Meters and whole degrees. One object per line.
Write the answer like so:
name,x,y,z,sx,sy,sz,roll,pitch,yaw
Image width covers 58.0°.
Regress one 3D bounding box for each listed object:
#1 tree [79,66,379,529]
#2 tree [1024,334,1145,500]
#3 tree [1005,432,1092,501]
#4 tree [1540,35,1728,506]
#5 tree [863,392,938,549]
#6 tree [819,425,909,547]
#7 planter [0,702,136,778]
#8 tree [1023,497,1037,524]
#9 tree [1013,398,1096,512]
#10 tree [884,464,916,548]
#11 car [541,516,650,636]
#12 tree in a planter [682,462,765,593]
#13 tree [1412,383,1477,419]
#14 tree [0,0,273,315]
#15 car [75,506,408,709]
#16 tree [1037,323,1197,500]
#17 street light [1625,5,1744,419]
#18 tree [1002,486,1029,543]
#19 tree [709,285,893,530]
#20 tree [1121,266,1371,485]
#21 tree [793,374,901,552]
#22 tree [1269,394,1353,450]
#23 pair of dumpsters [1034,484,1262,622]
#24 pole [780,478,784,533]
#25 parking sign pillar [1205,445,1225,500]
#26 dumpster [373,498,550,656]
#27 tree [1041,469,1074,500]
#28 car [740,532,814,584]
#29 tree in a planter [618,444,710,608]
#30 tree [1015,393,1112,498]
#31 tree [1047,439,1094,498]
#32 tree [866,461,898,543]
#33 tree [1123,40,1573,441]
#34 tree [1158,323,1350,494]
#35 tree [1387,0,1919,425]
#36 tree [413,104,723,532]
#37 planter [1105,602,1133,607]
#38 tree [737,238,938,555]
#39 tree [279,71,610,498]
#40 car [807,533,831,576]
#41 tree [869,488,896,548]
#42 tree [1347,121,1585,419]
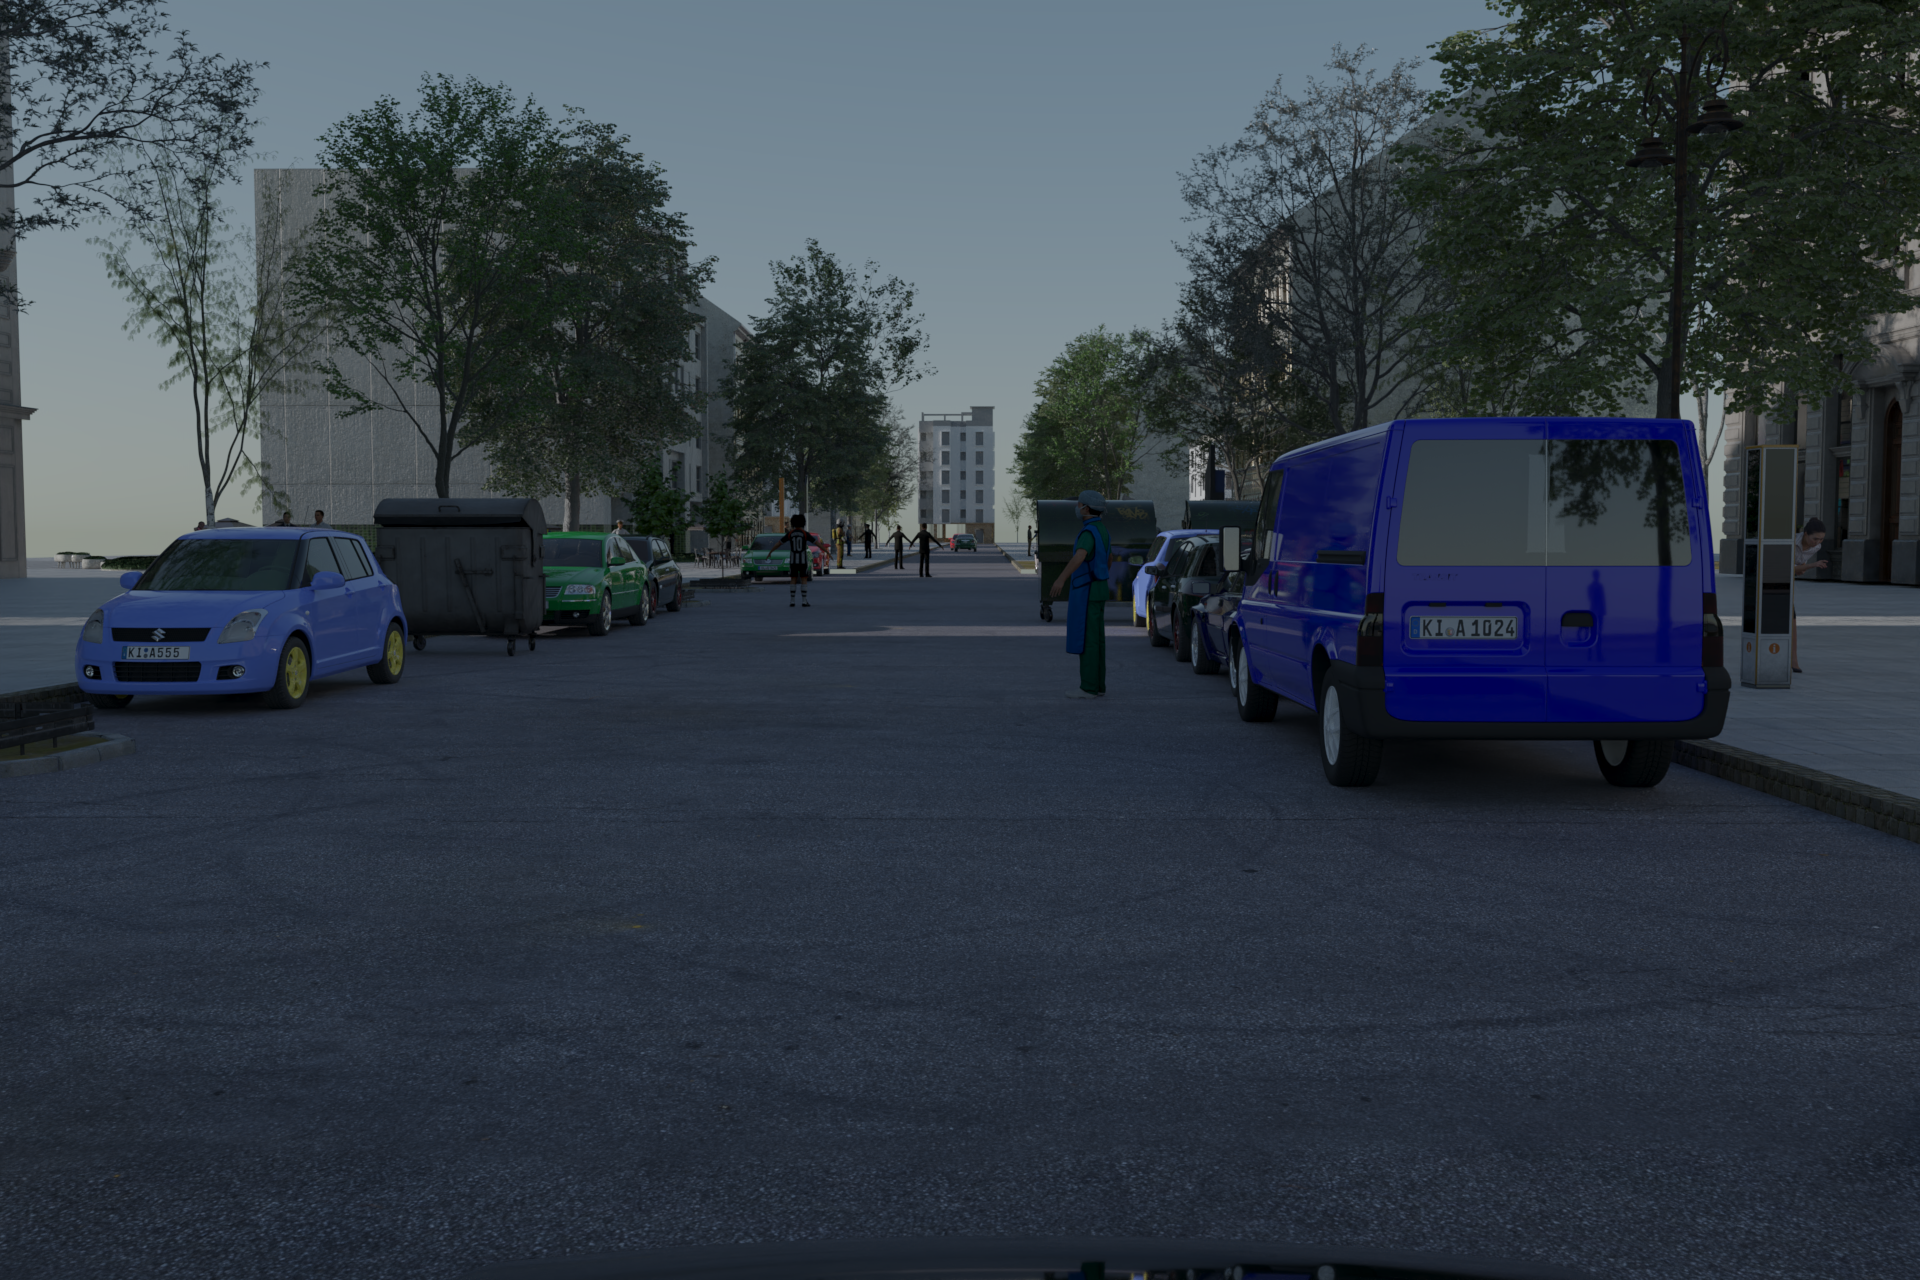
tree,-12.428,-4.756,28.122,4.360,8.622,3.978,0,3,0
tree,7.096,-11.050,98.787,7.486,12.596,7.792,0,3,0
tree,8.207,-14.356,160.471,9.928,11.665,9.643,0,3,0
tree,28.029,-12.960,67.786,12.611,20.169,13.585,0,3,0
tree,-7.099,-14.554,148.331,12.009,13.543,11.850,0,3,0
tree,-7.541,-12.145,132.982,7.601,10.594,8.767,-1,4,-23
planter,-6.412,0.627,10.893,1.991,0.319,1.994,0,4,2
tree,11.842,-18.601,254.484,4.360,8.622,3.978,0,3,0
tree,7.747,-13.723,142.493,7.486,12.596,7.792,0,3,0
tree,-6.535,-13.080,164.222,4.737,8.622,4.395,0,3,0
car,-5.819,-1.037,25.758,1.959,1.807,4.718,0,4,1
tree in a planter,-5.934,-2.813,43.210,1.991,3.239,1.994,0,4,1
tree,22.909,-7.976,80.778,4.737,8.622,4.395,0,3,0
tree,-12.151,-6.462,16.028,12.009,13.543,11.850,0,3,0
car,-6.253,-0.350,15.313,1.945,1.707,3.694,0,4,1
tree,7.528,-9.689,84.173,9.928,11.665,9.643,0,3,0
street light,6.561,-2.634,15.862,0.468,5.910,1.993,0,4,1
tree,8.905,-19.006,261.112,4.360,8.622,3.978,0,3,0
tree,-8.099,-11.219,90.092,9.857,13.997,8.962,0,3,0
tree,9.590,-7.591,58.532,8.767,10.594,7.601,1,4,8
tree,-8.009,-12.525,122.912,7.486,12.596,7.792,0,3,0
tree,16.148,-8.035,81.728,4.360,8.622,3.978,0,3,0
pair of dumpsters,3.439,-1.446,28.585,4.436,2.255,1.574,0,3,0
pole,-6.482,-4.236,63.100,0.158,3.312,0.155,0,3,0
parking sign pillar,7.756,-3.940,52.893,1.447,3.967,1.447,0,4,1
dumpster,-5.966,-0.767,20.748,1.865,1.857,1.264,0,4,1
tree,7.903,-11.108,131.982,4.737,8.622,4.395,0,3,0
car,-5.387,-2.596,51.235,1.959,1.807,4.718,0,4,1
tree in a planter,-6.060,-2.281,34.513,1.991,3.239,1.994,0,4,2
tree,7.851,-12.198,125.186,9.928,11.665,9.643,0,3,0
tree,7.300,-9.753,109.829,4.360,8.622,3.978,0,3,0
tree,-12.509,-20.583,254.658,7.486,12.596,7.792,0,3,0
tree,9.690,-8.098,42.771,12.009,13.543,11.850,0,3,0
tree,12.529,-8.351,70.948,8.767,10.594,7.601,-2,4,-28
tree,9.400,-6.340,21.787,7.486,12.596,7.792,0,3,0
tree,-12.026,-8.976,53.407,9.857,13.997,8.962,0,3,0
planter,3.652,-0.849,35.019,1.991,0.319,1.994,0,4,1
tree,-7.652,-15.515,109.554,12.611,20.169,13.585,0,3,0
tree,-11.771,-6.956,39.482,9.928,11.665,9.643,0,3,0
car,-5.524,-3.123,60.108,2.155,1.783,4.494,0,4,1
tree,-7.484,-12.706,158.110,4.737,8.622,4.395,0,3,0
tree,9.531,-4.933,31.011,4.360,8.622,3.978,0,3,0
